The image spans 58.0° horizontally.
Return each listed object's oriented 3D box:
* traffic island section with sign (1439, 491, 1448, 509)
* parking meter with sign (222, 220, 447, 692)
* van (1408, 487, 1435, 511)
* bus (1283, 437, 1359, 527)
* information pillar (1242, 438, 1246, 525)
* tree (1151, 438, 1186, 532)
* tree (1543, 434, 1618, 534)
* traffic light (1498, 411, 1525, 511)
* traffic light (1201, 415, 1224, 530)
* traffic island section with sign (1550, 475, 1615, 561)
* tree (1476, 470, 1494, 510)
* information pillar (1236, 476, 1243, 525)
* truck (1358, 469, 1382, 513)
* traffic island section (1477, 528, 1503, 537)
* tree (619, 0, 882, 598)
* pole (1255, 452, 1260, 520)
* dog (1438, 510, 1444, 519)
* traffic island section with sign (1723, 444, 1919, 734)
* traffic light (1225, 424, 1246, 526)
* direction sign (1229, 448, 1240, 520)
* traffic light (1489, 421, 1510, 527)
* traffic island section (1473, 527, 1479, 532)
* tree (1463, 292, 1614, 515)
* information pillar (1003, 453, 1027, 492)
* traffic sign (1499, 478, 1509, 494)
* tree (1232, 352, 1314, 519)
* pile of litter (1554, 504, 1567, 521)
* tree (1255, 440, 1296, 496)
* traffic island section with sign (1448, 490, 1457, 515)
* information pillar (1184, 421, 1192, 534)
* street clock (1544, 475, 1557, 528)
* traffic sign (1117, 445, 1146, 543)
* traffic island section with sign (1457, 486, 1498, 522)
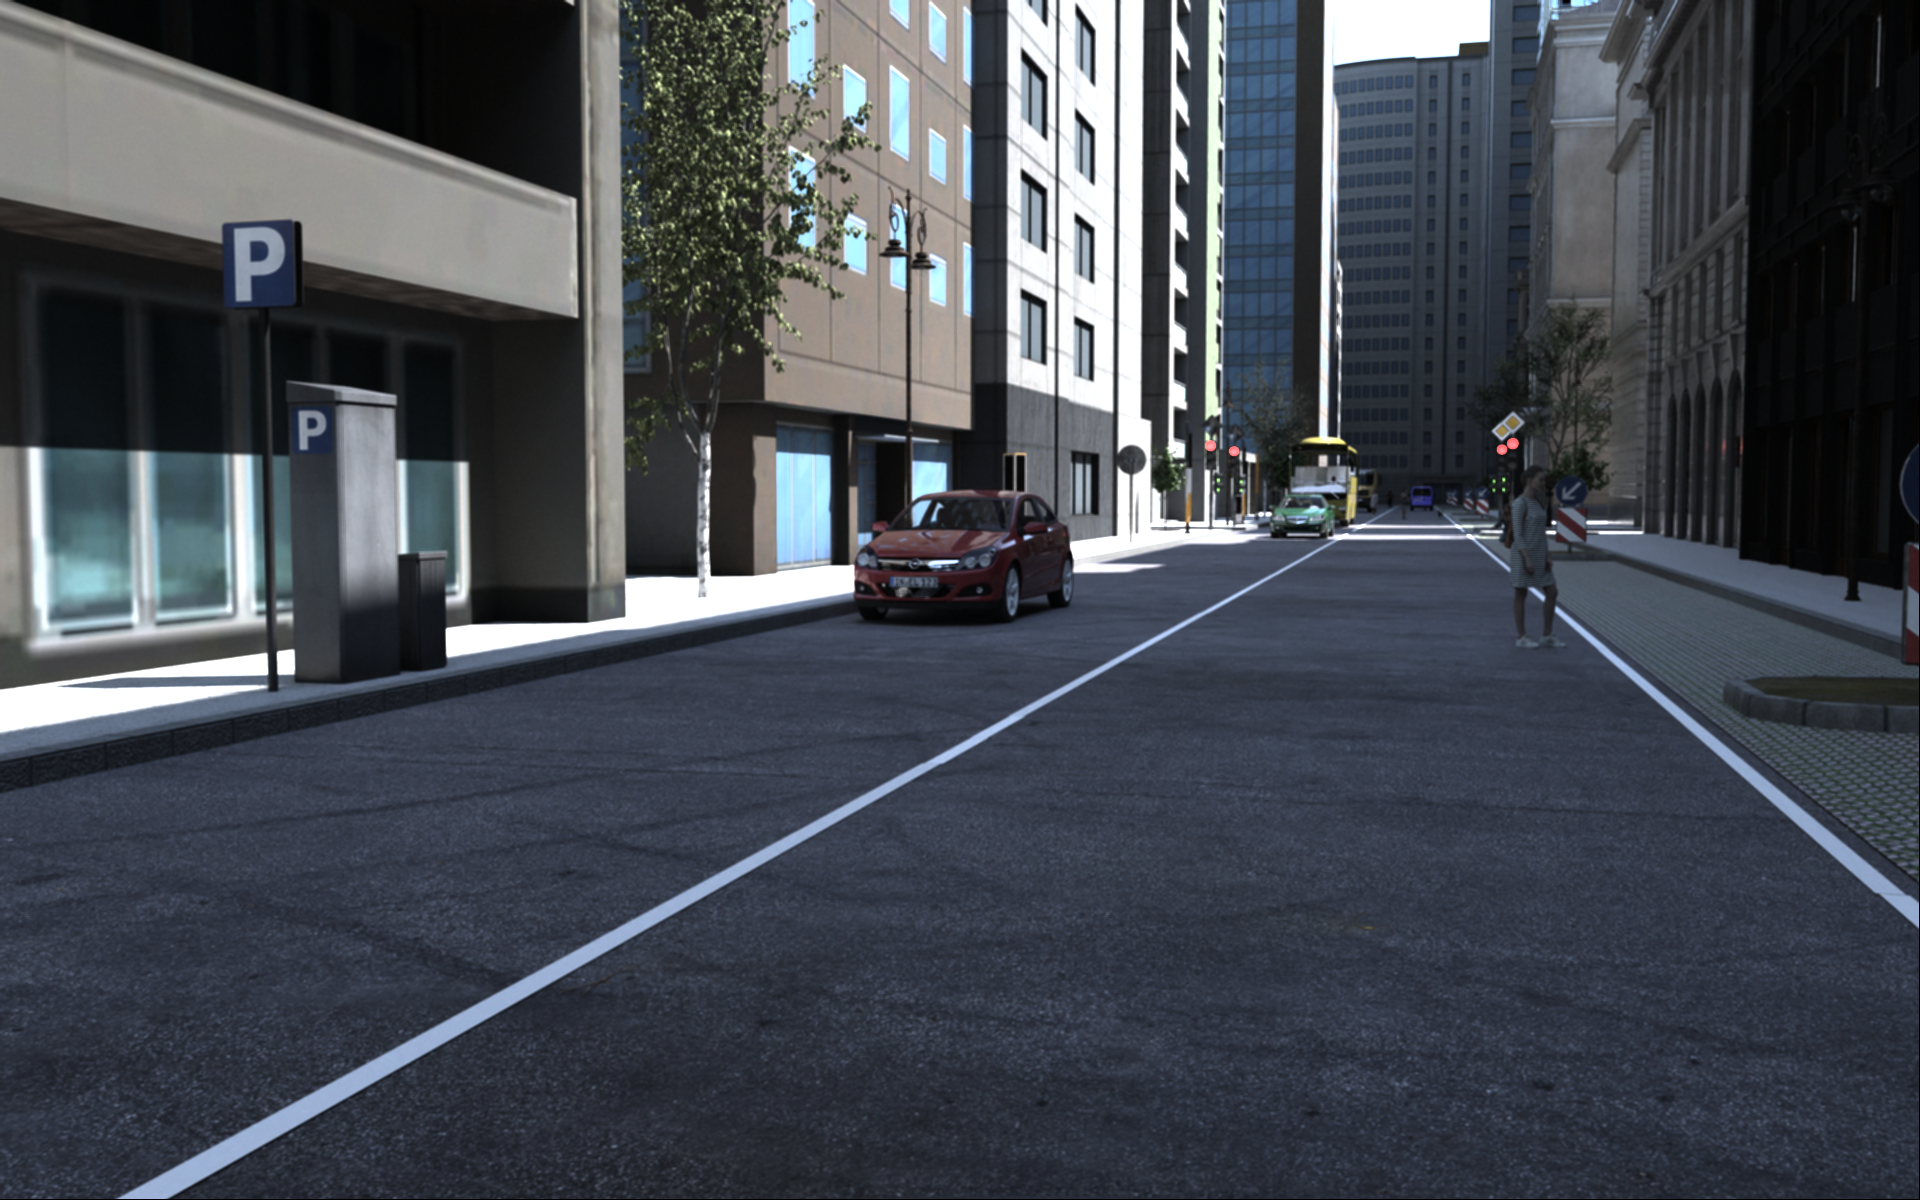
[{"bbox_3d":[47.105,-9.600,165.592,1.989,1.847,2.006,1,4,15],"label":"traffic island section with sign"},{"bbox_3d":[-4.229,-0.961,11.967,0.543,3.016,1.738,1,4,17],"label":"parking meter with sign"},{"bbox_3d":[39.439,-8.777,147.893,2.240,2.365,5.245,1,4,15],"label":"van"},{"bbox_3d":[16.529,-5.306,78.292,2.896,3.916,12.252,1,4,15],"label":"bus"},{"bbox_3d":[11.893,-4.972,72.653,0.183,3.616,0.504,0,4,-1],"label":"information pillar"},{"bbox_3d":[7.121,-3.973,59.565,1.663,3.219,1.824,0,3,0],"label":"tree"},{"bbox_3d":[19.932,-3.729,55.572,1.663,3.219,1.824,0,3,0],"label":"tree"},{"bbox_3d":[18.687,-4.268,58.710,0.839,4.253,0.868,1,4,15],"label":"traffic light"},{"bbox_3d":[8.909,-4.426,61.281,0.839,4.253,0.868,1,4,15],"label":"traffic light"},{"bbox_3d":[13.150,-1.783,37.781,1.989,1.847,2.006,1,4,15],"label":"traffic island section with sign"},{"bbox_3d":[42.884,-8.961,141.115,1.663,3.219,1.824,0,3,0],"label":"tree"},{"bbox_3d":[11.531,-4.107,71.634,0.304,2.012,0.304,1,4,10],"label":"information pillar"},{"bbox_3d":[31.567,-8.617,136.805,3.469,3.379,9.791,1,4,14],"label":"truck"},{"bbox_3d":[18.723,-2.234,58.814,2.009,0.180,2.903,1,4,15],"label":"traffic island section"},{"bbox_3d":[-3.104,-4.341,21.343,4.737,8.622,4.395,0,3,0],"label":"tree"},{"bbox_3d":[14.543,-5.558,84.720,0.158,3.312,0.155,0,3,0],"label":"pole"},{"bbox_3d":[27.605,-4.907,99.519,0.540,0.507,0.406,3,5,42],"label":"dog"},{"bbox_3d":[6.087,-0.155,11.159,1.989,1.847,2.006,1,4,15],"label":"traffic island section with sign"},{"bbox_3d":[10.960,-4.898,69.000,0.839,4.253,0.868,1,4,15],"label":"traffic light"},{"bbox_3d":[13.358,-5.660,84.536,0.876,3.537,0.379,-3,5,-42],"label":"direction sign"},{"bbox_3d":[20.737,-4.741,66.428,0.839,4.253,0.868,1,4,15],"label":"traffic light"},{"bbox_3d":[20.773,-2.707,66.532,2.009,0.180,2.903,1,4,15],"label":"traffic island section"},{"bbox_3d":[27.772,-8.961,80.918,8.767,10.594,7.601,0,4,-7],"label":"tree"},{"bbox_3d":[0.992,-1.646,31.401,0.304,2.012,0.304,-3,5,-43],"label":"information pillar"},{"bbox_3d":[32.100,-6.200,102.552,0.795,2.450,0.064,1,4,20],"label":"traffic sign"},{"bbox_3d":[16.167,-8.557,90.275,4.360,8.622,3.978,0,3,0],"label":"tree"},{"bbox_3d":[28.921,-4.189,82.449,1.176,0.858,1.719,1,4,14],"label":"pile of litter"},{"bbox_3d":[18.850,-7.146,100.547,4.285,4.588,4.351,0,3,0],"label":"tree"},{"bbox_3d":[34.039,-6.589,116.359,1.989,1.847,2.006,1,4,15],"label":"traffic island section with sign"},{"bbox_3d":[7.351,-3.937,55.723,0.183,3.616,0.504,0,4,-5],"label":"information pillar"},{"bbox_3d":[22.617,-3.785,66.461,0.471,2.002,0.358,0,4,6],"label":"street clock"},{"bbox_3d":[4.443,-2.745,44.991,0.768,2.556,0.104,1,4,17],"label":"traffic sign"},{"bbox_3d":[27.103,-4.996,90.308,1.989,1.847,2.006,1,4,15],"label":"traffic island section with sign"}]
